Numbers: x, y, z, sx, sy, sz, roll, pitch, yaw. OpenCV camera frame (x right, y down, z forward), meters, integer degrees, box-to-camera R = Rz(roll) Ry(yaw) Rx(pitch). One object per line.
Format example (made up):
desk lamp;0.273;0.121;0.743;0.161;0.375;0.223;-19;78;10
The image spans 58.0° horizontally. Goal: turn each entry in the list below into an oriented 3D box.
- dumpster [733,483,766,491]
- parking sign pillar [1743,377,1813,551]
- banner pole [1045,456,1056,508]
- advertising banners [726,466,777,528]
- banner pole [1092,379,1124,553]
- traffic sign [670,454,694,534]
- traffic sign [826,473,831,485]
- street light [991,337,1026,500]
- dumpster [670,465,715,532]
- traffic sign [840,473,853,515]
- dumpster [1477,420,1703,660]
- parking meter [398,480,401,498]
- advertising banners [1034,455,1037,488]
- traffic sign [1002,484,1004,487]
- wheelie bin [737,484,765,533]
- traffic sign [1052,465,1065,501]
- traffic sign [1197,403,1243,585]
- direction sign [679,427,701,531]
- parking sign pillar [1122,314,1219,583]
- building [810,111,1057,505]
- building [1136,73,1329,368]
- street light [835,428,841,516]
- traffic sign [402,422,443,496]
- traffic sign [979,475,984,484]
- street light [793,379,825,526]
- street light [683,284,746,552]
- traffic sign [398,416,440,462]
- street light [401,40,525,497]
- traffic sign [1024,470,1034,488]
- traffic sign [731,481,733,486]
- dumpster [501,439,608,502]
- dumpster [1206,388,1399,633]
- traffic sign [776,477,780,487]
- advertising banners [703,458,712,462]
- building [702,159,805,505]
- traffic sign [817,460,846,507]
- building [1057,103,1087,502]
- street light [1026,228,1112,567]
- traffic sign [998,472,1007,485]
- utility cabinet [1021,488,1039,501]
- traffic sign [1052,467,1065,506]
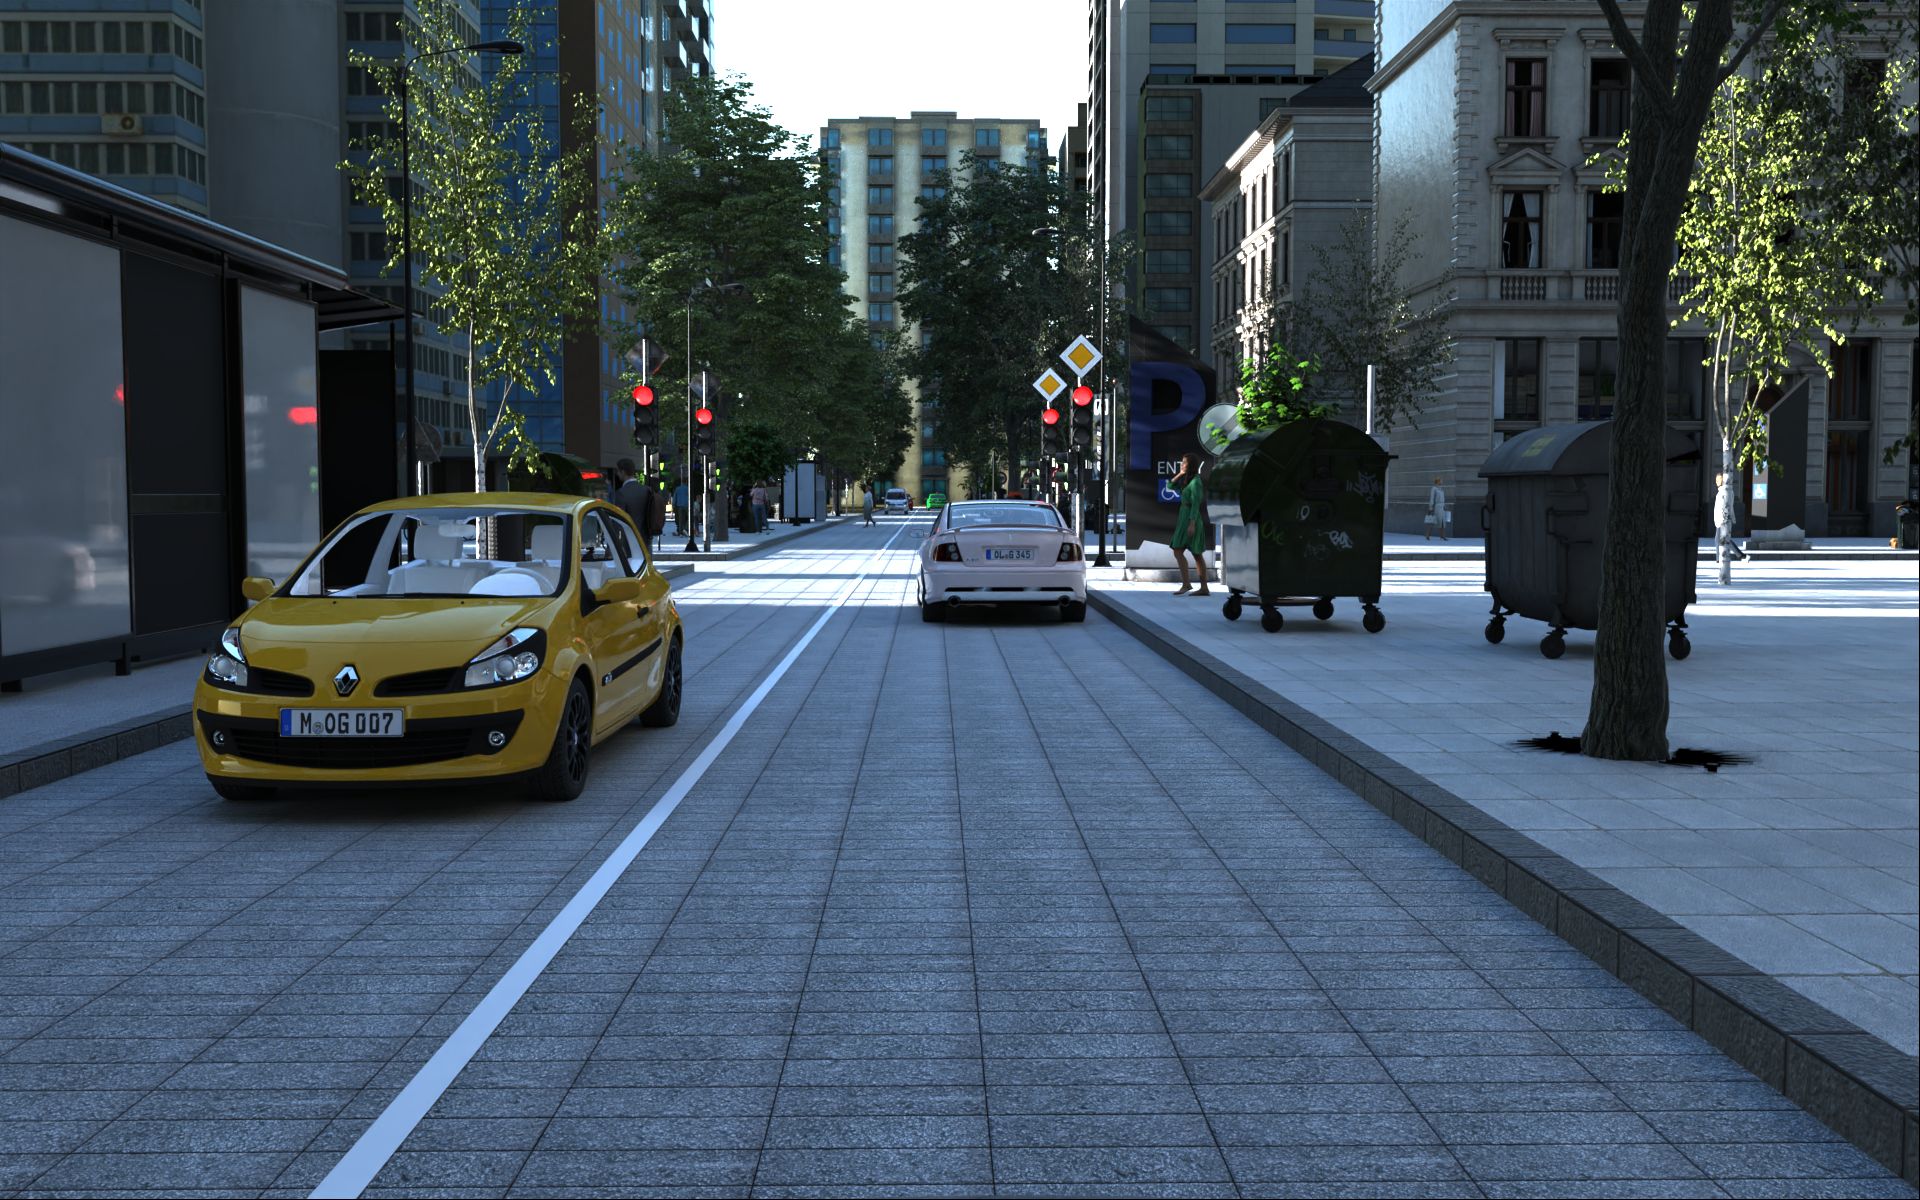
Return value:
dumpster;-9.262;-4.479;75.724;1.502;2.255;1.985;0;4;-1
parking sign pillar;18.863;-3.142;39.843;1.447;3.967;1.447;-2;4;-26
banner pole;4.643;-6.014;88.347;0.863;3.779;0.401;1;4;13
advertising banners;-7.863;-4.256;65.770;2.074;3.025;0.090;-1;4;-15
banner pole;3.211;-2.926;37.855;0.863;3.779;0.401;3;5;42
traffic sign;-8.792;-3.349;54.869;0.768;2.556;0.104;0;4;3
traffic sign;-8.005;-6.261;102.465;0.768;2.556;0.104;0;4;5
street light;1.560;-4.829;51.497;1.470;5.913;1.316;0;4;-1
dumpster;-8.701;-3.342;57.132;1.502;2.255;1.985;0;4;-1
traffic sign;-6.821;-6.367;104.201;0.768;2.556;0.104;0;4;1
dumpster;5.108;-0.511;14.110;1.264;1.857;1.865;0;4;-1
parking meter;-10.220;-1.386;31.072;0.372;1.533;0.369;0;3;0
advertising banners;3.154;-4.922;76.669;0.090;3.025;2.074;-1;4;-12
traffic sign;2.464;-6.457;107.694;0.606;2.300;0.079;0;4;5
wheelie bin;-6.823;-3.001;56.973;0.980;1.594;0.693;-3;4;-36
traffic sign;4.477;-4.717;77.122;0.884;2.594;0.081;0;4;6
traffic sign;3.701;-1.478;24.272;0.768;2.556;0.104;0;4;2
direction sign;-9.175;-4.090;58.864;0.876;3.537;0.379;2;4;26
parking sign pillar;3.133;-2.275;25.662;1.447;3.967;1.447;1;4;14
building;-3.382;-36.687;219.438;30.456;49.044;23.786;0;4;-1
building;19.312;-21.482;122.939;14.160;30.474;14.107;0;4;-1
street light;-6.516;-7.797;100.025;1.470;5.913;1.316;0;4;-1
traffic sign;-9.579;-1.878;30.817;0.768;2.556;0.104;0;4;5
traffic sign;1.625;-6.758;110.599;0.768;2.556;0.104;0;4;3
street light;-5.998;-5.912;69.206;1.470;5.913;1.316;0;4;-1
street light;-5.434;-4.027;38.387;1.470;5.913;1.316;0;4;-1
traffic sign;-9.039;-1.756;28.708;0.884;2.594;0.081;1;4;8
street light;-5.148;-2.773;17.874;1.470;5.913;1.316;0;4;-1
traffic sign;3.805;-5.562;90.937;0.884;2.594;0.081;0;4;2
traffic sign;-9.716;-4.501;73.588;0.884;2.594;0.081;0;3;0
dumpster;-7.100;-1.705;30.379;1.502;2.255;1.985;0;4;-1
dumpster;3.281;-0.871;16.743;1.502;2.255;1.985;0;4;-1
traffic sign;-10.759;-6.230;103.992;0.606;2.300;0.079;0;4;7
advertising banners;-8.928;-4.301;66.517;2.074;3.025;0.090;-2;4;-23
building;-26.512;-32.464;214.376;14.086;41.232;14.154;0;4;-1
traffic sign;-7.985;-6.764;104.467;2.265;3.308;0.079;0;4;7
building;23.140;-36.363;218.236;21.600;48.544;21.300;0;4;-1
street light;1.971;-3.542;30.447;1.470;5.913;1.316;0;4;-1
traffic sign;2.309;-6.019;98.524;0.768;2.556;0.104;1;4;8
utility cabinet;2.754;-3.612;67.738;1.173;1.500;0.318;-1;4;-15
traffic sign;4.717;-5.073;83.053;0.768;2.556;0.104;1;4;8
